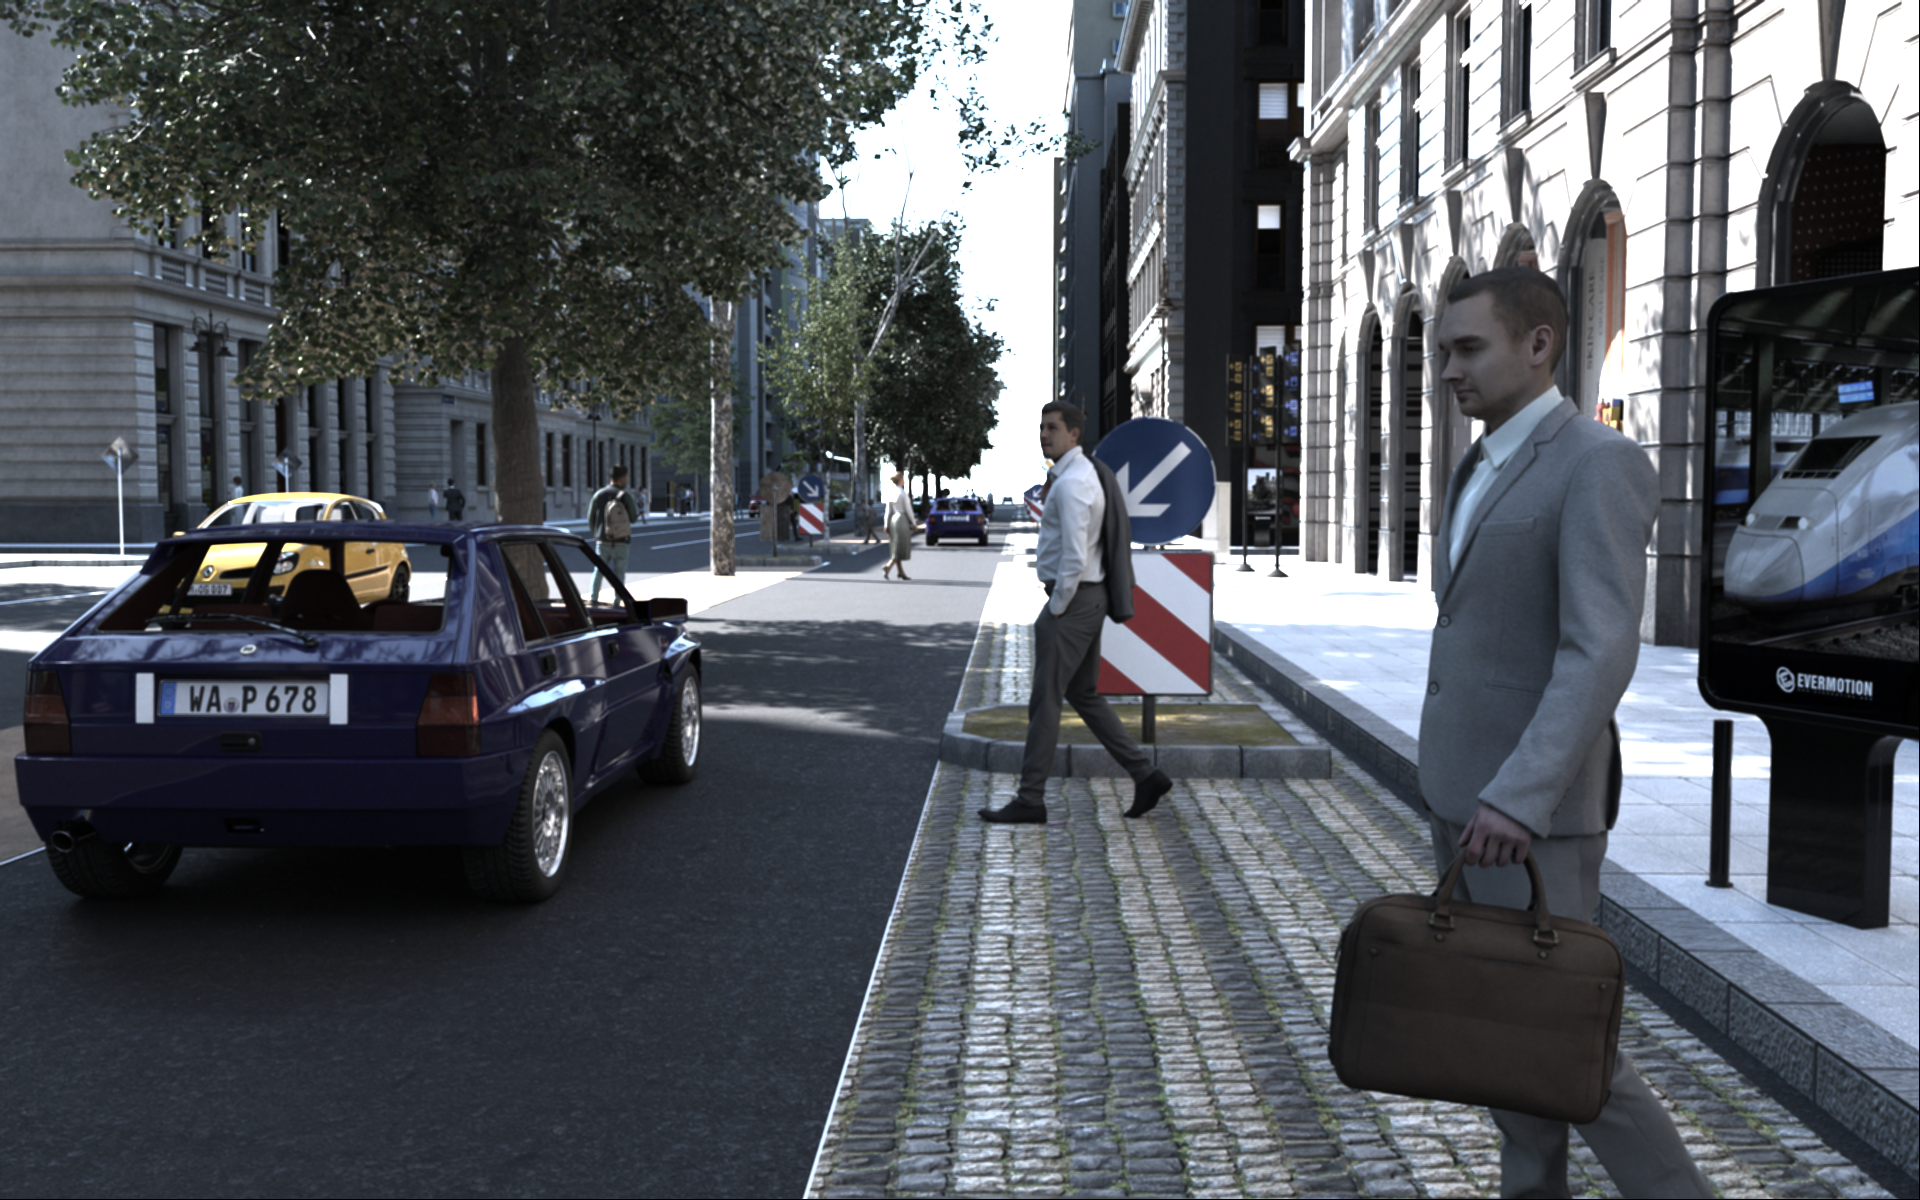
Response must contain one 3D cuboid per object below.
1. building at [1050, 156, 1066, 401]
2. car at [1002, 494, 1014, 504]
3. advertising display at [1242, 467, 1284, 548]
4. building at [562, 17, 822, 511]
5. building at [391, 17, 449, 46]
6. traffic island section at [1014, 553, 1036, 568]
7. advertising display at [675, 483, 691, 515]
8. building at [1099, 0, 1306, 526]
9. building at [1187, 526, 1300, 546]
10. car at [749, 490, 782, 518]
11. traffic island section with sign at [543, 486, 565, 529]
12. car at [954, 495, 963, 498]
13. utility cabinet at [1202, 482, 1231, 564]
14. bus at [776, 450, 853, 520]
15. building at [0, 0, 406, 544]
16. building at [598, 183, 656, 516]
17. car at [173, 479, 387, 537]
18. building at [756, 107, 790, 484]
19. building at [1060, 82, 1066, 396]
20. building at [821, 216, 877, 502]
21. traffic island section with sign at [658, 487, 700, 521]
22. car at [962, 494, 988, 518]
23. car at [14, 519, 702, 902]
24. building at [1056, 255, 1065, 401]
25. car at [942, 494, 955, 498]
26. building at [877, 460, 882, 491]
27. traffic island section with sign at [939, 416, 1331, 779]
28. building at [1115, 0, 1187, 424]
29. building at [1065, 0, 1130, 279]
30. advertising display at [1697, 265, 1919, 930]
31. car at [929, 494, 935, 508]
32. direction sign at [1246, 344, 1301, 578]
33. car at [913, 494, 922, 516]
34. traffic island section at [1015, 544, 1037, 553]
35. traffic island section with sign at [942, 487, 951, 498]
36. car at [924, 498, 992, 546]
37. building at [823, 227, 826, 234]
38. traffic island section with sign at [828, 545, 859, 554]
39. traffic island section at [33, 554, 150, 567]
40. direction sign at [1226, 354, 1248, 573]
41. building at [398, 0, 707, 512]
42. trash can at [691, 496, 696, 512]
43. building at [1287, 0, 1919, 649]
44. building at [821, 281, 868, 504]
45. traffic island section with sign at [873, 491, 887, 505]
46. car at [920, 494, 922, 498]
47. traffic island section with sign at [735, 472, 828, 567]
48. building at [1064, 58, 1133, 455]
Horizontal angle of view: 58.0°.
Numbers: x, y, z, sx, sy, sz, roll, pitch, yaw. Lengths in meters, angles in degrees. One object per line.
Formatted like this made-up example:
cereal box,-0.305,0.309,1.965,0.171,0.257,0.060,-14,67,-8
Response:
building,18.741,-35.097,223.945,14.600,45.320,14.200,0,4,2
car,7.135,-15.025,257.657,2.014,1.417,4.499,0,4,3
advertising display,7.218,-2.209,41.329,0.974,1.923,0.123,1,4,15
building,-26.073,-38.676,174.351,21.231,58.520,28.212,0,4,2
building,-23.972,-14.550,74.047,11.583,22.565,21.152,0,4,2
traffic island section,2.086,-0.748,34.519,2.009,0.180,2.903,0,4,2
advertising display,-16.761,-6.094,104.853,0.974,1.923,0.123,-3,4,-36
building,13.362,-15.595,84.656,12.332,23.373,15.834,0,4,2
building,14.718,-13.327,47.576,15.834,23.373,12.332,0,4,2
car,-11.603,-5.955,106.043,2.281,1.827,5.304,0,4,3
traffic island section with sign,-15.999,-3.463,65.252,1.989,1.847,2.006,0,4,2
car,-0.333,-13.612,234.922,2.083,1.381,4.827,0,4,1
utility cabinet,4.695,-1.413,31.777,0.318,1.500,1.173,1,4,19
bus,-8.106,-6.571,98.981,2.896,3.916,12.252,0,4,3
building,-25.596,-13.732,53.402,11.050,23.489,19.941,0,4,2
building,-24.174,-15.842,95.179,11.583,22.565,21.152,0,4,2
car,-7.647,-0.576,19.640,2.015,1.641,3.980,0,4,2
building,-23.024,-28.726,153.259,14.154,41.232,14.086,0,4,2
building,21.503,-31.951,177.023,22.147,44.769,28.867,0,4,2
building,-20.050,-34.587,249.085,14.154,41.232,14.086,0,4,2
traffic island section with sign,-15.052,-5.160,92.994,1.989,1.847,2.006,0,4,2
car,0.828,-5.889,106.077,2.009,1.686,4.222,0,4,2
car,-2.233,0.313,7.455,1.945,1.354,3.894,0,4,2
building,18.659,-26.824,210.265,14.160,30.474,14.107,0,4,2
car,-1.248,-10.049,176.307,2.014,1.417,4.499,0,4,3
building,-19.453,-35.481,263.712,14.154,41.232,14.086,0,4,2
traffic island section with sign,0.897,-0.061,9.622,1.989,1.847,2.006,0,4,2
building,12.020,-14.554,66.835,11.050,23.489,19.941,0,4,2
building,20.185,-32.297,151.751,21.300,48.544,21.600,0,4,2
advertising display,2.639,0.000,5.221,0.123,1.923,0.974,-1,4,-21
car,-2.542,-9.184,162.167,2.014,1.417,4.499,0,4,0
direction sign,4.876,-2.112,26.525,0.379,3.537,0.876,-2,4,-32
car,-3.312,-6.477,114.701,1.959,1.807,4.718,0,4,2
traffic island section,2.362,-1.237,42.499,2.009,0.180,2.903,0,4,2
traffic island section with sign,-0.971,-6.686,117.458,2.006,1.907,1.989,0,4,2
car,-0.063,-2.244,49.278,1.945,1.354,3.894,0,4,1
building,-30.212,-32.016,215.338,32.217,40.220,23.993,0,4,2
traffic island section with sign,-3.560,-2.093,42.364,2.006,1.907,1.989,0,4,2
traffic island section,-17.044,-0.789,35.183,2.009,0.180,2.903,0,4,2
direction sign,4.685,-2.225,28.381,0.876,3.537,0.379,-3,4,-36
building,-28.073,-36.072,131.784,21.231,58.520,28.212,0,4,2
trash can,-18.059,-6.515,118.180,0.748,1.137,0.748,0,3,0
building,11.965,-10.948,20.796,13.314,21.916,24.055,0,4,2
building,-20.220,-28.339,235.045,14.160,30.474,14.107,0,4,2
traffic island section with sign,-10.454,-13.260,225.422,1.989,1.847,2.006,0,4,2
car,-4.295,-11.919,204.472,1.945,1.707,3.694,0,4,3
traffic island section with sign,-3.826,-1.641,34.961,2.006,1.907,1.989,0,4,2
building,13.696,-19.054,105.037,14.314,27.812,24.014,0,4,2
